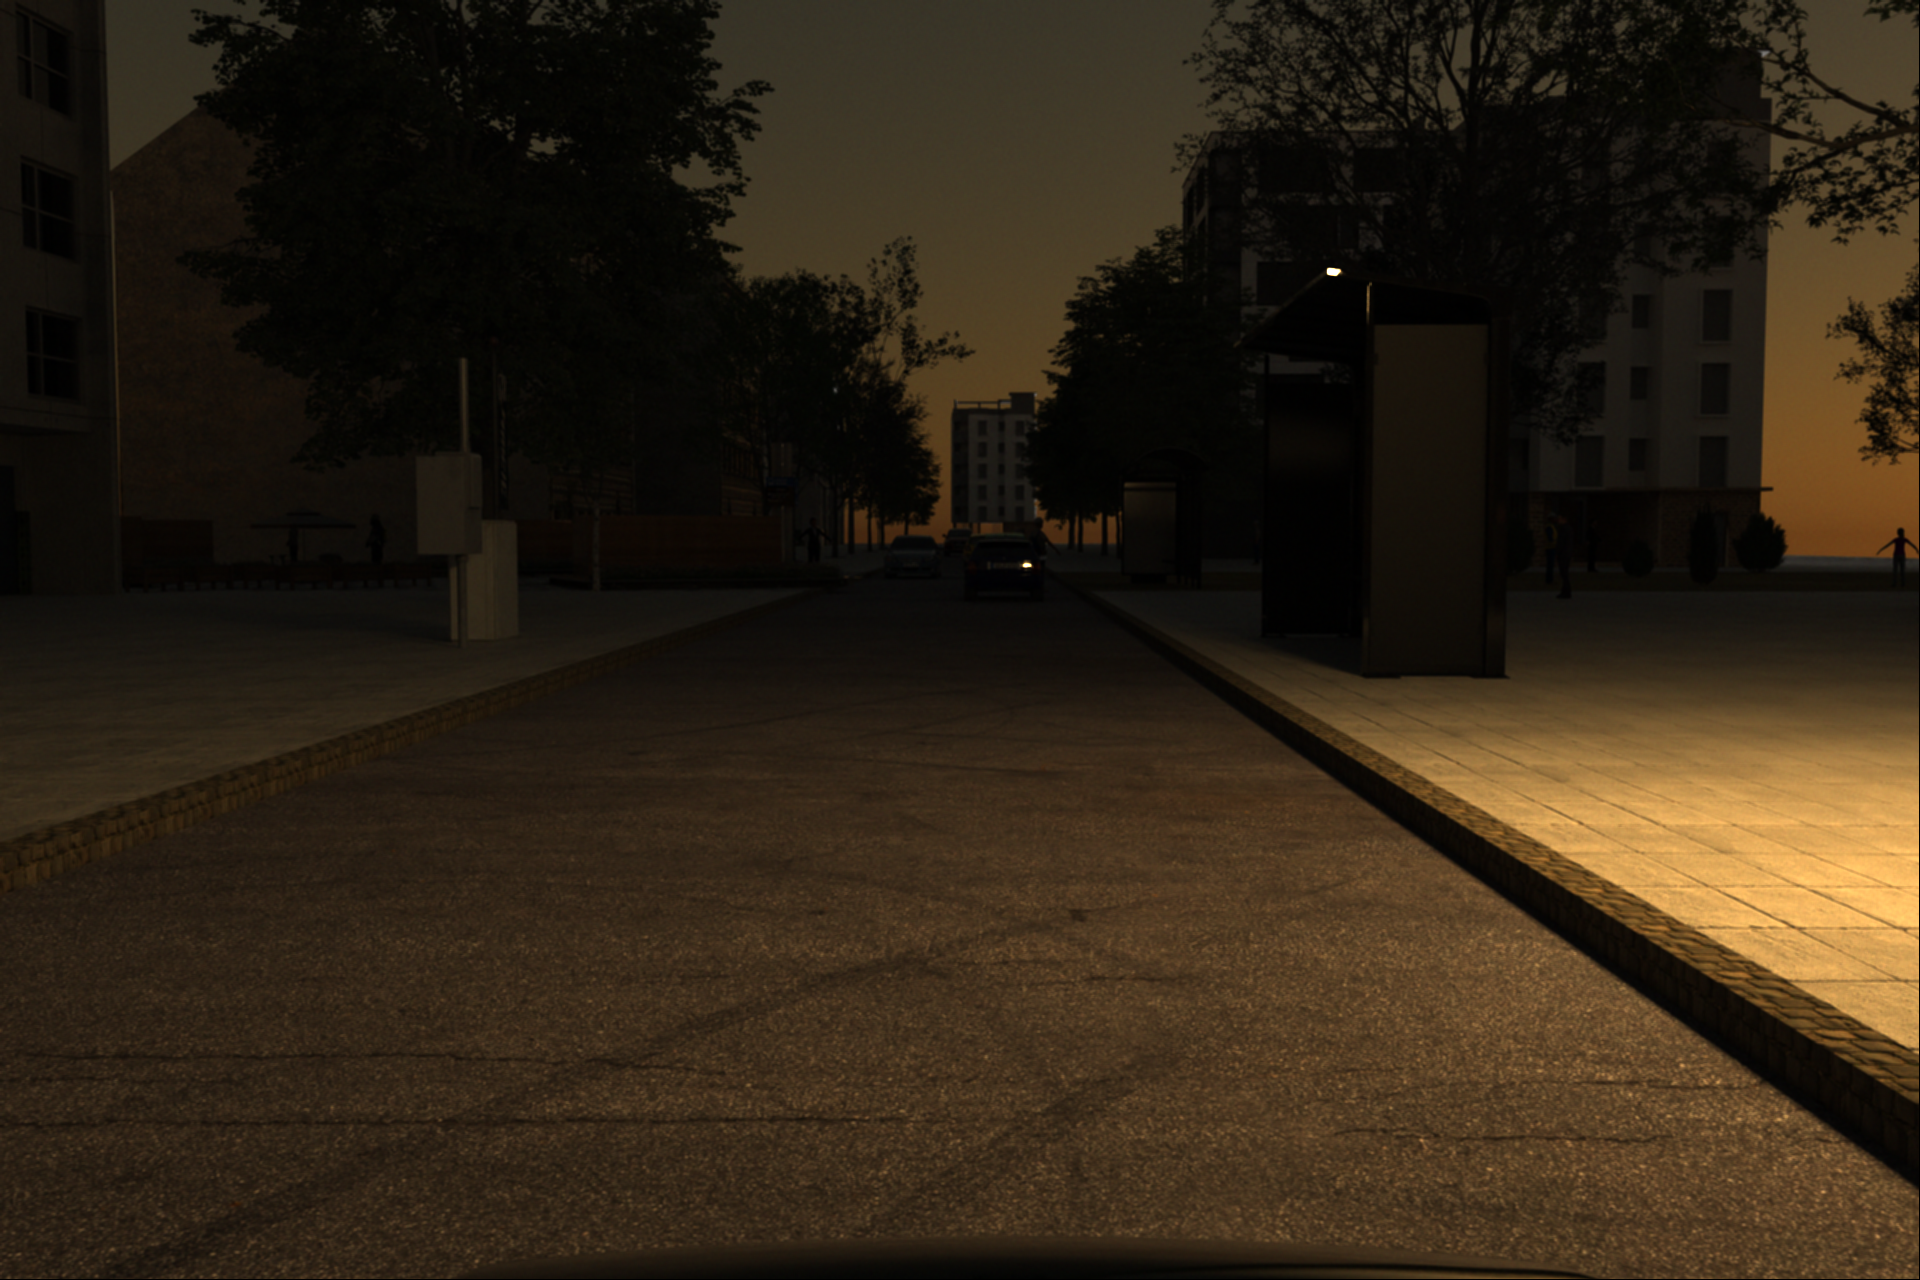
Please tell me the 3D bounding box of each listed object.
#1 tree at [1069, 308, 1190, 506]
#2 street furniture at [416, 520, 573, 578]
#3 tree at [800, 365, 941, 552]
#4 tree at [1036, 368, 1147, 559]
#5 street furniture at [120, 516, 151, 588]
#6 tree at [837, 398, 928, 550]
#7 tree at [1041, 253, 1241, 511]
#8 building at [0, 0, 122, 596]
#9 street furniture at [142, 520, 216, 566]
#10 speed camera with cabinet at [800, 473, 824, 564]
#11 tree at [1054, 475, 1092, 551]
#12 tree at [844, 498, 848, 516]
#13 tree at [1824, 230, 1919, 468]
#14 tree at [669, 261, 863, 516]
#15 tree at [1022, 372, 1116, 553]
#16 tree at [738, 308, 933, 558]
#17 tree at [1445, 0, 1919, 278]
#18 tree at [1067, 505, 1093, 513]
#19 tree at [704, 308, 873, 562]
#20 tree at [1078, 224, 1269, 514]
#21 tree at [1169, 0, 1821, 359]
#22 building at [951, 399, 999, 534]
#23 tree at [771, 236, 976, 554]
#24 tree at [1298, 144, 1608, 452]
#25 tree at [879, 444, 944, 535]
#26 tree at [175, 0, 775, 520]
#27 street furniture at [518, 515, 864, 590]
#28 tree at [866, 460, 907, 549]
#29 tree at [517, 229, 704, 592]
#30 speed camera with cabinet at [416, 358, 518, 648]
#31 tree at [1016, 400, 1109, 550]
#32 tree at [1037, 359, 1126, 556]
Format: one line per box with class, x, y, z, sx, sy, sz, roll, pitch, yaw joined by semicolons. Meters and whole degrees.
tree;5.261;-6.546;57.388;4.360;8.622;3.978;0;3;0
street furniture;-14.699;-2.879;53.923;9.812;1.723;11.010;-1;4;-19
tree;-6.579;-13.143;125.253;12.009;13.543;11.850;0;3;0
tree;8.232;-9.468;89.216;8.767;10.594;7.601;0;4;-1
street furniture;-24.350;-2.145;41.931;9.812;1.723;11.010;-2;4;-31
tree;-6.180;-13.398;137.185;7.486;12.596;7.792;0;3;0
tree;8.542;-10.529;78.797;9.857;13.997;8.962;0;3;0
building;-26.763;-9.449;20.957;16.747;18.905;31.486;0;4;2
street furniture;-27.800;-2.896;54.203;9.812;1.723;11.010;-2;4;-26
speed camera with cabinet;-4.844;-3.825;56.868;0.660;3.252;2.038;0;4;1
tree;8.782;-11.191;133.329;4.737;8.622;4.395;0;3;0
tree;-16.495;-17.232;232.100;4.737;8.622;4.395;0;3;0
tree;28.900;-7.015;49.114;8.767;10.594;7.601;-3;5;-41
tree;-7.396;-8.575;65.961;9.928;11.665;9.643;0;3;0
tree;7.994;-12.333;119.775;7.486;12.596;7.792;0;3;0
tree;-6.632;-11.197;93.444;12.009;13.543;11.850;0;3;0
tree;7.423;-4.685;11.019;8.767;10.594;7.601;0;4;1
tree;15.364;-18.998;236.373;9.928;11.665;9.643;0;3;0
tree;-7.836;-9.404;79.512;9.928;11.665;9.643;0;3;0
tree;7.850;-8.944;64.363;7.486;12.596;7.792;0;3;0
tree;7.818;-7.164;27.508;12.009;13.543;11.850;0;3;0
building;-0.899;-23.026;235.358;11.380;20.090;16.016;0;4;2
tree;-5.730;-15.519;109.621;12.611;20.169;13.585;0;3;0
tree;11.657;-6.518;40.988;7.601;10.594;8.767;2;4;25
tree;-7.011;-19.754;229.628;9.857;13.997;8.962;0;3;0
tree;-7.948;-7.466;28.728;9.857;13.997;8.962;0;3;0
street furniture;-5.996;-2.199;42.811;11.010;1.723;9.812;-2;4;-23
tree;-7.016;-11.856;144.214;4.360;8.622;3.978;0;3;0
tree;-8.204;-5.364;38.071;4.360;8.622;3.978;0;3;0
speed camera with cabinet;-5.758;-1.586;20.272;0.660;3.252;2.038;0;4;2
tree;9.198;-14.446;142.845;9.857;13.997;8.962;0;3;0
tree;8.451;-11.327;103.328;7.486;12.596;7.792;0;3;0
